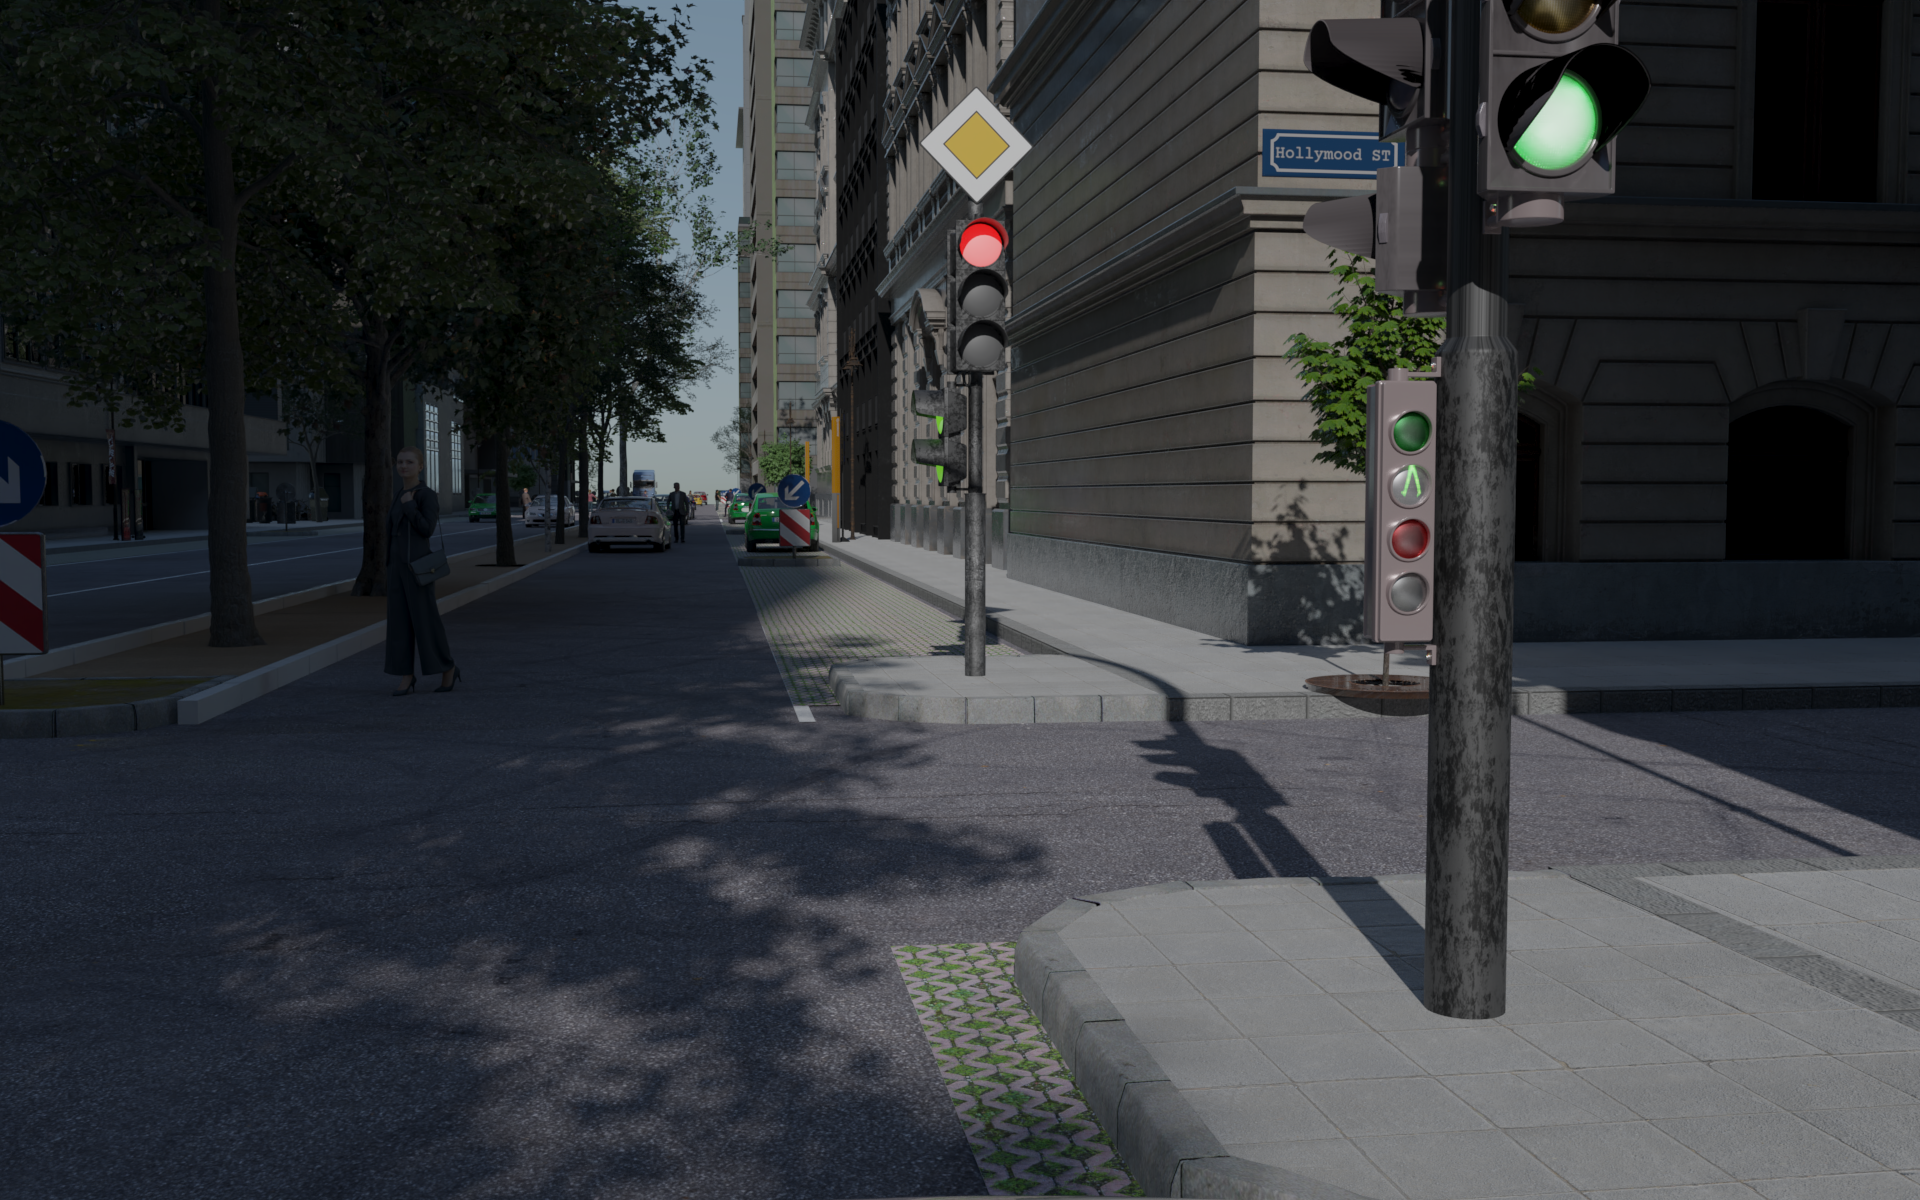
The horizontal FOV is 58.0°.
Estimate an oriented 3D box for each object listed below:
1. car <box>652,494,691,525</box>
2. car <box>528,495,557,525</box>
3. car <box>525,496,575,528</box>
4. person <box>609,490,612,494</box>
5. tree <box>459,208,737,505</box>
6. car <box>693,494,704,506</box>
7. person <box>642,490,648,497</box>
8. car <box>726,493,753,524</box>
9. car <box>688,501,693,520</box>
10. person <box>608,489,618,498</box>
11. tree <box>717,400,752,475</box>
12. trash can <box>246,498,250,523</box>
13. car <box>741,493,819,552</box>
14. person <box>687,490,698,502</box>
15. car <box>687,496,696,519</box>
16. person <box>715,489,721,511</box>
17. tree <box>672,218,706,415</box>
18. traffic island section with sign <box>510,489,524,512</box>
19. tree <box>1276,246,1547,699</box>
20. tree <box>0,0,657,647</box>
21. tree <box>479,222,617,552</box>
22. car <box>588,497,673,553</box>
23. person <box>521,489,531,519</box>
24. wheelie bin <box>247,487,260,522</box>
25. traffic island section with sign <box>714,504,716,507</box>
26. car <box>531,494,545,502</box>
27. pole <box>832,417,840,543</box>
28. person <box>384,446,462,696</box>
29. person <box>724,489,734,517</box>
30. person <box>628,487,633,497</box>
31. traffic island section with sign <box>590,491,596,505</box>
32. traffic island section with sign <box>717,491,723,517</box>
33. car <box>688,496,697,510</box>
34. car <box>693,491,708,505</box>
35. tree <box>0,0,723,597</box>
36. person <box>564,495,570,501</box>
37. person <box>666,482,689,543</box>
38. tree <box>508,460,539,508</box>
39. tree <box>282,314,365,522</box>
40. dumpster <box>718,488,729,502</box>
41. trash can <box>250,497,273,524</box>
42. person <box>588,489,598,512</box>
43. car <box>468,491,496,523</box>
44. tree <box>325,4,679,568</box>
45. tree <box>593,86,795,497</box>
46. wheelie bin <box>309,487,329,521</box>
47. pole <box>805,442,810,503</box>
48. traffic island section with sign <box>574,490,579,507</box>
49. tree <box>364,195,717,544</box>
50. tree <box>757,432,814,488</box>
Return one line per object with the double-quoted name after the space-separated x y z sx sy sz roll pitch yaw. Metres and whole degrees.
-13.684 -4.232 80.985 2.131 1.459 4.920 0 4 -7 "car"
-19.593 -4.332 82.827 2.014 1.417 4.499 -1 4 -10 "car"
-17.916 -3.881 75.816 2.083 1.381 4.827 0 4 -8 "car"
-31.450 -9.017 155.920 0.705 1.826 1.348 -1 4 -20 "person"
-13.725 -9.357 65.817 12.009 13.543 11.850 0 3 0 "tree"
-31.280 -11.884 204.519 2.015 1.641 3.980 0 4 -7 "car"
-21.555 -6.675 118.552 0.530 1.710 0.541 -1 4 -17 "person"
-10.186 -4.538 83.000 1.959 1.807 4.718 -1 4 -10 "car"
-15.761 -5.112 95.583 2.014 1.417 4.499 0 4 -7 "car"
-28.353 -8.158 141.519 0.705 1.869 1.348 3 5 39 "person"
-20.071 -14.429 170.332 8.767 10.594 7.601 -2 4 -28 "tree"
-31.495 -3.967 76.518 0.748 1.137 0.748 0 3 0 "trash can"
-4.552 -2.145 43.865 1.959 1.807 4.718 0 4 -8 "car"
-22.026 -8.115 141.892 1.217 1.735 0.721 -3 5 -41 "person"
-16.516 -5.459 101.839 1.945 1.354 3.894 0 4 -7 "car"
-20.405 -8.395 145.769 0.705 1.822 1.348 -2 4 -29 "person"
-12.170 -8.291 56.139 7.486 12.596 7.792 0 3 0 "tree"
-34.005 -7.721 134.873 1.989 1.847 2.006 -1 4 -8 "traffic island section with sign"
2.924 -1.018 11.239 1.663 3.219 1.824 0 3 0 "tree"
-6.664 -5.805 15.498 7.486 12.596 7.792 0 3 0 "tree"
-10.192 -5.486 42.514 4.737 8.622 4.395 0 3 0 "tree"
-8.339 -1.927 43.873 2.083 1.381 4.827 0 4 -6 "car"
-25.281 -5.624 100.998 0.990 1.755 0.434 3 5 40 "person"
-32.181 -4.319 78.521 0.980 1.594 0.693 0 4 -3 "wheelie bin"
-18.292 -7.879 137.448 1.989 1.847 2.006 -1 4 -8 "traffic island section with sign"
-35.414 -8.343 146.195 2.009 1.686 4.222 -1 4 -8 "car"
-3.272 -3.171 45.687 0.158 3.312 0.155 0 3 0 "pole"
-3.913 -0.216 12.448 0.576 1.772 0.534 1 4 16 "person"
-14.299 -5.998 107.010 0.683 1.767 0.568 -1 4 -15 "person"
-17.823 -5.158 92.849 1.348 1.823 0.705 3 5 41 "person"
-45.908 -12.767 217.359 1.989 1.847 2.006 -1 4 -8 "traffic island section with sign"
-14.375 -6.223 110.378 1.989 1.847 2.006 -1 4 -8 "traffic island section with sign"
-24.408 -8.670 154.337 1.945 1.354 3.894 0 4 -7 "car"
-33.981 -13.293 226.011 2.281 1.827 5.304 -1 4 -8 "car"
-8.160 -6.394 24.000 9.611 12.733 9.660 0 3 0 "tree"
-30.462 -7.569 132.330 0.705 1.814 1.350 3 5 44 "person"
-8.252 -2.557 50.699 0.661 1.777 0.834 -1 4 -14 "person"
-40.388 -10.743 159.363 4.285 4.588 4.351 0 3 0 "tree"
-29.216 -8.792 78.160 7.601 10.594 8.767 2 4 35 "tree"
-33.087 -14.454 241.271 1.985 2.255 1.502 0 4 -8 "dumpster"
-30.255 -3.894 75.317 0.748 1.137 0.748 0 3 0 "trash can"
-24.668 -6.507 115.616 1.217 1.743 0.721 0 4 -1 "person"
-23.993 -4.865 88.331 1.959 1.807 4.718 -1 4 -10 "car"
-9.070 -6.461 33.855 9.928 11.665 9.643 0 3 0 "tree"
-14.246 -13.495 78.996 12.611 20.169 13.585 0 3 0 "tree"
-30.083 -4.482 81.187 0.693 1.594 0.980 1 4 21 "wheelie bin"
-5.931 -4.491 67.277 0.158 3.312 0.155 0 3 0 "pole"
-42.069 -11.135 190.678 1.989 1.847 2.006 -1 4 -8 "traffic island section with sign"
-11.362 -6.834 48.608 8.767 10.594 7.601 -1 4 -8 "tree"
-9.197 -6.605 91.704 4.285 4.588 4.351 0 3 0 "tree"
